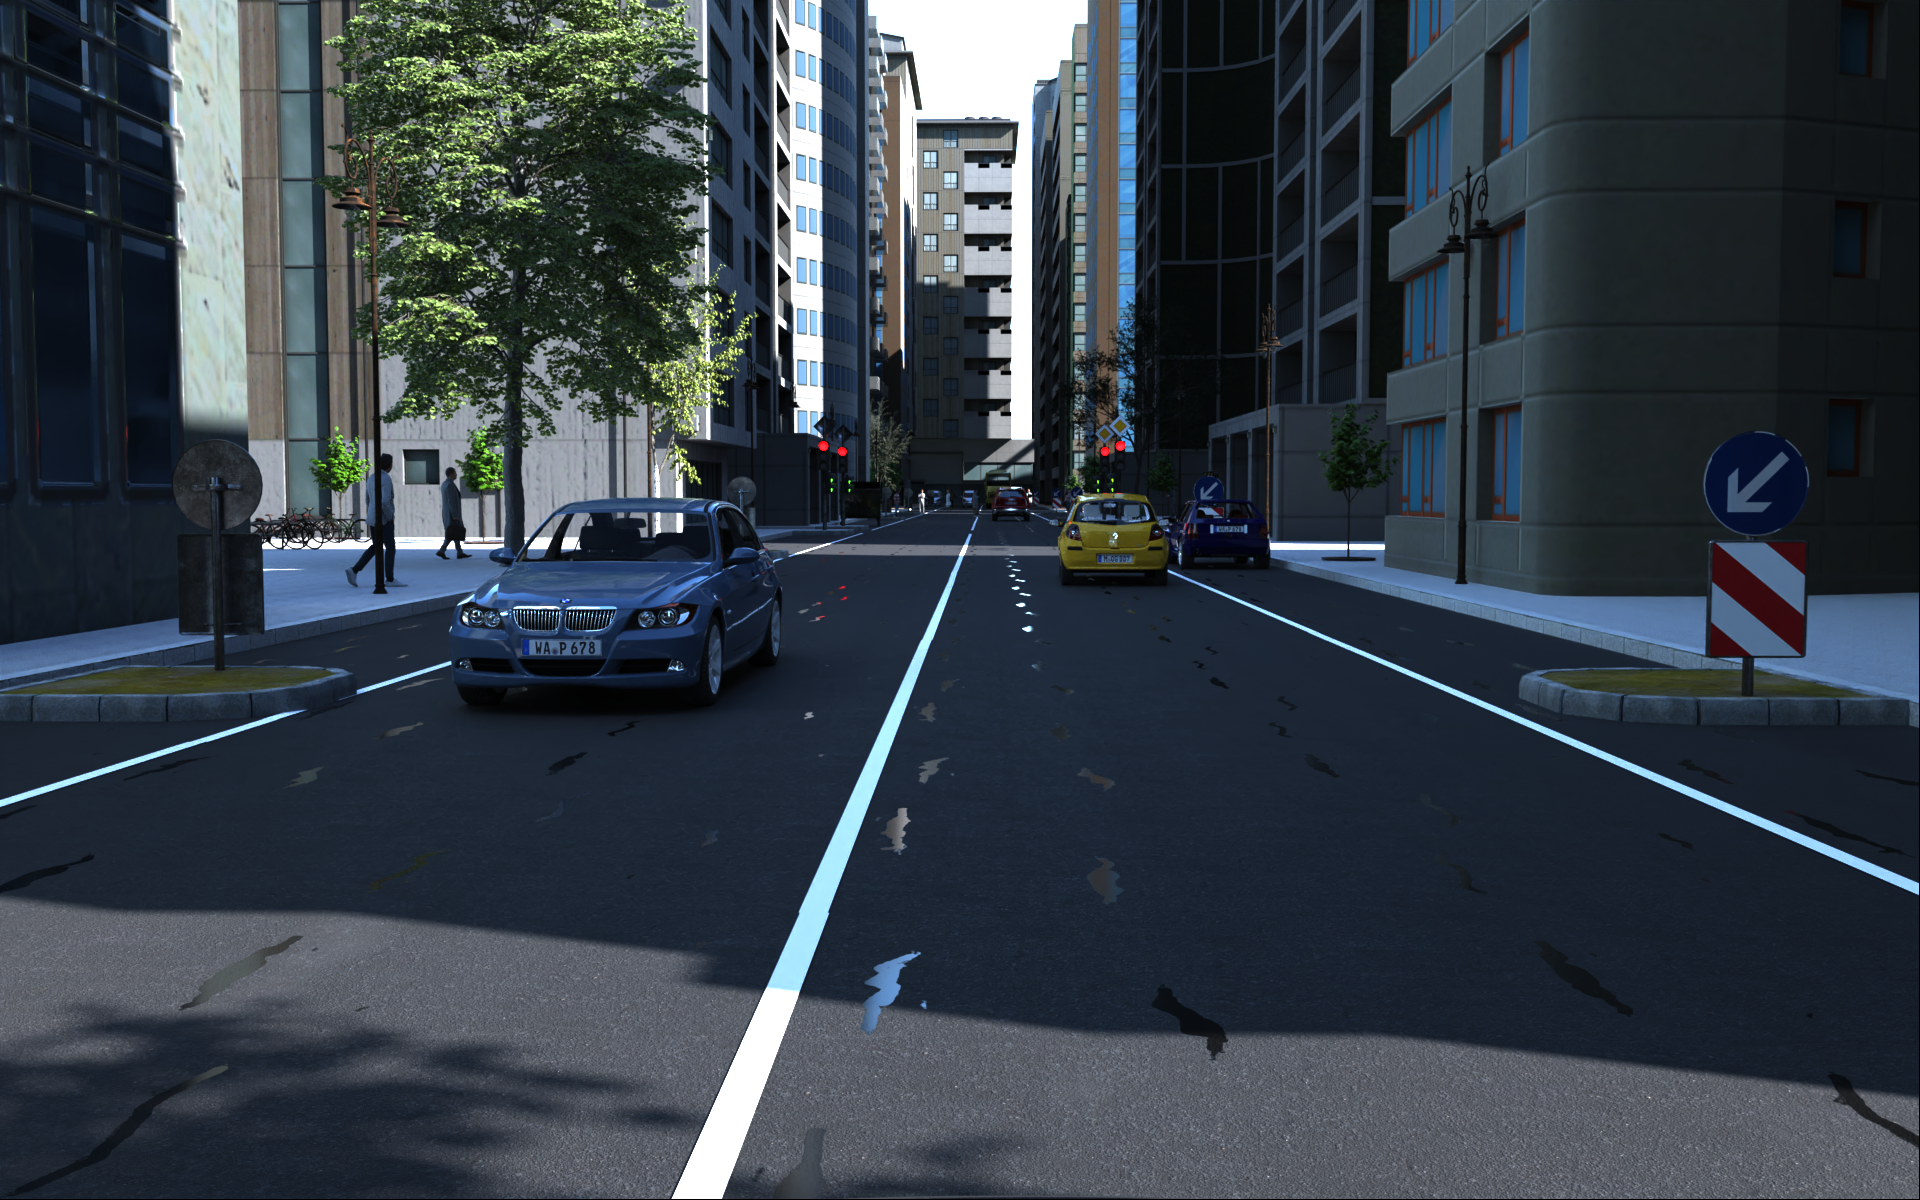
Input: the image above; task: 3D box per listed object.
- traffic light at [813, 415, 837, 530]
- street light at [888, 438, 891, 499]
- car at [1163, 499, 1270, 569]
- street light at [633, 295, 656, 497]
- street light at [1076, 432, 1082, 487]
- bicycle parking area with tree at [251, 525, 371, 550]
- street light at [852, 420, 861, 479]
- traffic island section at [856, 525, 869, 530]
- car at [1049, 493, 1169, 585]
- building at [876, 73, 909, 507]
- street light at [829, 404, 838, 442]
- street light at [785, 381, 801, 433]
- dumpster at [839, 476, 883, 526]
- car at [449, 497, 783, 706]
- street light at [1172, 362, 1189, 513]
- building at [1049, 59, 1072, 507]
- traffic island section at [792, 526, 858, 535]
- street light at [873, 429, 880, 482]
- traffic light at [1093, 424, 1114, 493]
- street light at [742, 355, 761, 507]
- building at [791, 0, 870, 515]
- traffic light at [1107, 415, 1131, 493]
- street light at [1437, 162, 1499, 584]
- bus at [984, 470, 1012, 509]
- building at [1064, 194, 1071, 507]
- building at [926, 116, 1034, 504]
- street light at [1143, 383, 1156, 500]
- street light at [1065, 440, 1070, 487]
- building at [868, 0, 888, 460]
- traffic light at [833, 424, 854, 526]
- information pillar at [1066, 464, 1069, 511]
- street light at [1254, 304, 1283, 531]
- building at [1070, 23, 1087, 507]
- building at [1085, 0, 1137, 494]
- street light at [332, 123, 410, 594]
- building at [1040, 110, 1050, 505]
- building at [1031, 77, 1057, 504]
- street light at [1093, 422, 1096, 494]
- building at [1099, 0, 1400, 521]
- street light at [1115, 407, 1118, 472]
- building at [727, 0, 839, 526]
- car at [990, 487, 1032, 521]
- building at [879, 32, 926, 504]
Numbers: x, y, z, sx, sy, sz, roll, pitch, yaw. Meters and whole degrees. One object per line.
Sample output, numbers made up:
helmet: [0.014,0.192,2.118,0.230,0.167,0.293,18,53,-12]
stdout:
traffic light: [-4.806,-4.450,61.674,0.839,4.253,0.868,0,4,1]
street light: [-5.696,-10.267,140.648,0.468,5.910,1.993,0,4,1]
car: [5.074,-1.344,34.552,1.945,1.354,3.894,0,3,0]
street light: [-7.180,-4.110,39.984,0.468,5.910,1.993,0,4,1]
street light: [8.648,-9.354,125.731,0.468,5.910,1.993,0,4,1]
bicycle parking area with tree: [-18.792,-3.412,42.788,9.016,4.147,8.231,0,4,7]
street light: [-6.318,-8.116,105.480,0.468,5.910,1.993,0,4,1]
traffic island section: [-4.722,-2.906,69.793,2.009,0.180,2.903,0,4,1]
car: [2.484,-1.125,28.616,2.015,1.641,3.980,0,4,3]
building: [-12.795,-32.564,182.538,14.600,45.320,14.200,0,4,1]
street light: [-6.452,-7.017,87.518,0.468,5.910,1.993,0,4,1]
street light: [-6.727,-5.942,69.933,0.468,5.910,1.993,0,4,1]
dumpster: [-4.464,-4.472,78.073,1.985,2.255,1.502,0,4,-1]
car: [-2.453,-0.079,13.289,2.014,1.417,4.499,0,4,3]
street light: [7.731,-5.387,60.861,0.468,5.910,1.993,0,4,1]
building: [20.934,-34.400,186.149,21.300,48.544,21.600,0,4,1]
traffic island section: [-4.846,-2.418,61.809,2.009,0.180,2.903,0,4,1]
street light: [-5.925,-9.191,123.063,0.468,5.910,1.993,0,4,1]
traffic light: [5.778,-4.929,69.511,0.839,4.253,0.868,0,4,1]
street light: [-6.911,-5.185,57.569,0.468,5.910,1.993,0,4,1]
building: [-17.253,-34.773,110.538,21.231,58.520,28.212,0,4,1]
traffic light: [5.654,-4.441,61.527,0.839,4.253,0.868,0,4,1]
street light: [7.162,-3.167,24.565,0.468,5.910,1.993,0,4,1]
bus: [3.800,-11.126,173.451,2.896,3.916,12.252,0,4,1]
building: [17.177,-24.296,168.936,14.160,30.474,14.107,0,4,1]
building: [-3.648,-39.908,241.733,27.495,52.752,28.713,0,4,1]
street light: [7.872,-6.091,72.382,0.468,5.910,1.993,0,4,1]
street light: [8.993,-10.481,144.146,0.468,5.910,1.993,0,4,1]
building: [-18.224,-33.063,160.188,23.786,49.044,30.456,0,4,1]
traffic light: [-4.682,-4.938,69.658,0.839,4.253,0.868,0,4,1]
information pillar: [8.243,-8.636,132.559,0.183,3.616,0.504,0,3,0]
street light: [7.498,-4.246,42.207,0.468,5.910,1.993,0,4,1]
building: [16.826,-28.804,154.541,14.154,41.232,14.086,0,4,1]
building: [16.951,-29.483,132.159,14.600,45.320,14.200,0,4,1]
street light: [-7.472,-3.019,22.142,0.468,5.910,1.993,0,4,1]
building: [20.644,-35.808,209.165,21.300,48.544,21.600,0,4,1]
building: [24.148,-42.545,237.614,28.212,58.520,21.231,0,4,1]
street light: [8.392,-8.267,107.953,0.468,5.910,1.993,0,4,1]
building: [19.354,-40.628,102.516,20.563,71.187,20.611,0,4,1]
street light: [8.144,-7.173,90.064,0.468,5.910,1.993,0,4,1]
building: [-16.142,-39.115,77.779,20.563,71.187,20.611,0,4,1]
car: [2.743,-5.181,93.386,2.281,1.827,5.304,0,4,1]
building: [-18.645,-37.717,205.904,27.495,52.752,28.713,0,4,1]
